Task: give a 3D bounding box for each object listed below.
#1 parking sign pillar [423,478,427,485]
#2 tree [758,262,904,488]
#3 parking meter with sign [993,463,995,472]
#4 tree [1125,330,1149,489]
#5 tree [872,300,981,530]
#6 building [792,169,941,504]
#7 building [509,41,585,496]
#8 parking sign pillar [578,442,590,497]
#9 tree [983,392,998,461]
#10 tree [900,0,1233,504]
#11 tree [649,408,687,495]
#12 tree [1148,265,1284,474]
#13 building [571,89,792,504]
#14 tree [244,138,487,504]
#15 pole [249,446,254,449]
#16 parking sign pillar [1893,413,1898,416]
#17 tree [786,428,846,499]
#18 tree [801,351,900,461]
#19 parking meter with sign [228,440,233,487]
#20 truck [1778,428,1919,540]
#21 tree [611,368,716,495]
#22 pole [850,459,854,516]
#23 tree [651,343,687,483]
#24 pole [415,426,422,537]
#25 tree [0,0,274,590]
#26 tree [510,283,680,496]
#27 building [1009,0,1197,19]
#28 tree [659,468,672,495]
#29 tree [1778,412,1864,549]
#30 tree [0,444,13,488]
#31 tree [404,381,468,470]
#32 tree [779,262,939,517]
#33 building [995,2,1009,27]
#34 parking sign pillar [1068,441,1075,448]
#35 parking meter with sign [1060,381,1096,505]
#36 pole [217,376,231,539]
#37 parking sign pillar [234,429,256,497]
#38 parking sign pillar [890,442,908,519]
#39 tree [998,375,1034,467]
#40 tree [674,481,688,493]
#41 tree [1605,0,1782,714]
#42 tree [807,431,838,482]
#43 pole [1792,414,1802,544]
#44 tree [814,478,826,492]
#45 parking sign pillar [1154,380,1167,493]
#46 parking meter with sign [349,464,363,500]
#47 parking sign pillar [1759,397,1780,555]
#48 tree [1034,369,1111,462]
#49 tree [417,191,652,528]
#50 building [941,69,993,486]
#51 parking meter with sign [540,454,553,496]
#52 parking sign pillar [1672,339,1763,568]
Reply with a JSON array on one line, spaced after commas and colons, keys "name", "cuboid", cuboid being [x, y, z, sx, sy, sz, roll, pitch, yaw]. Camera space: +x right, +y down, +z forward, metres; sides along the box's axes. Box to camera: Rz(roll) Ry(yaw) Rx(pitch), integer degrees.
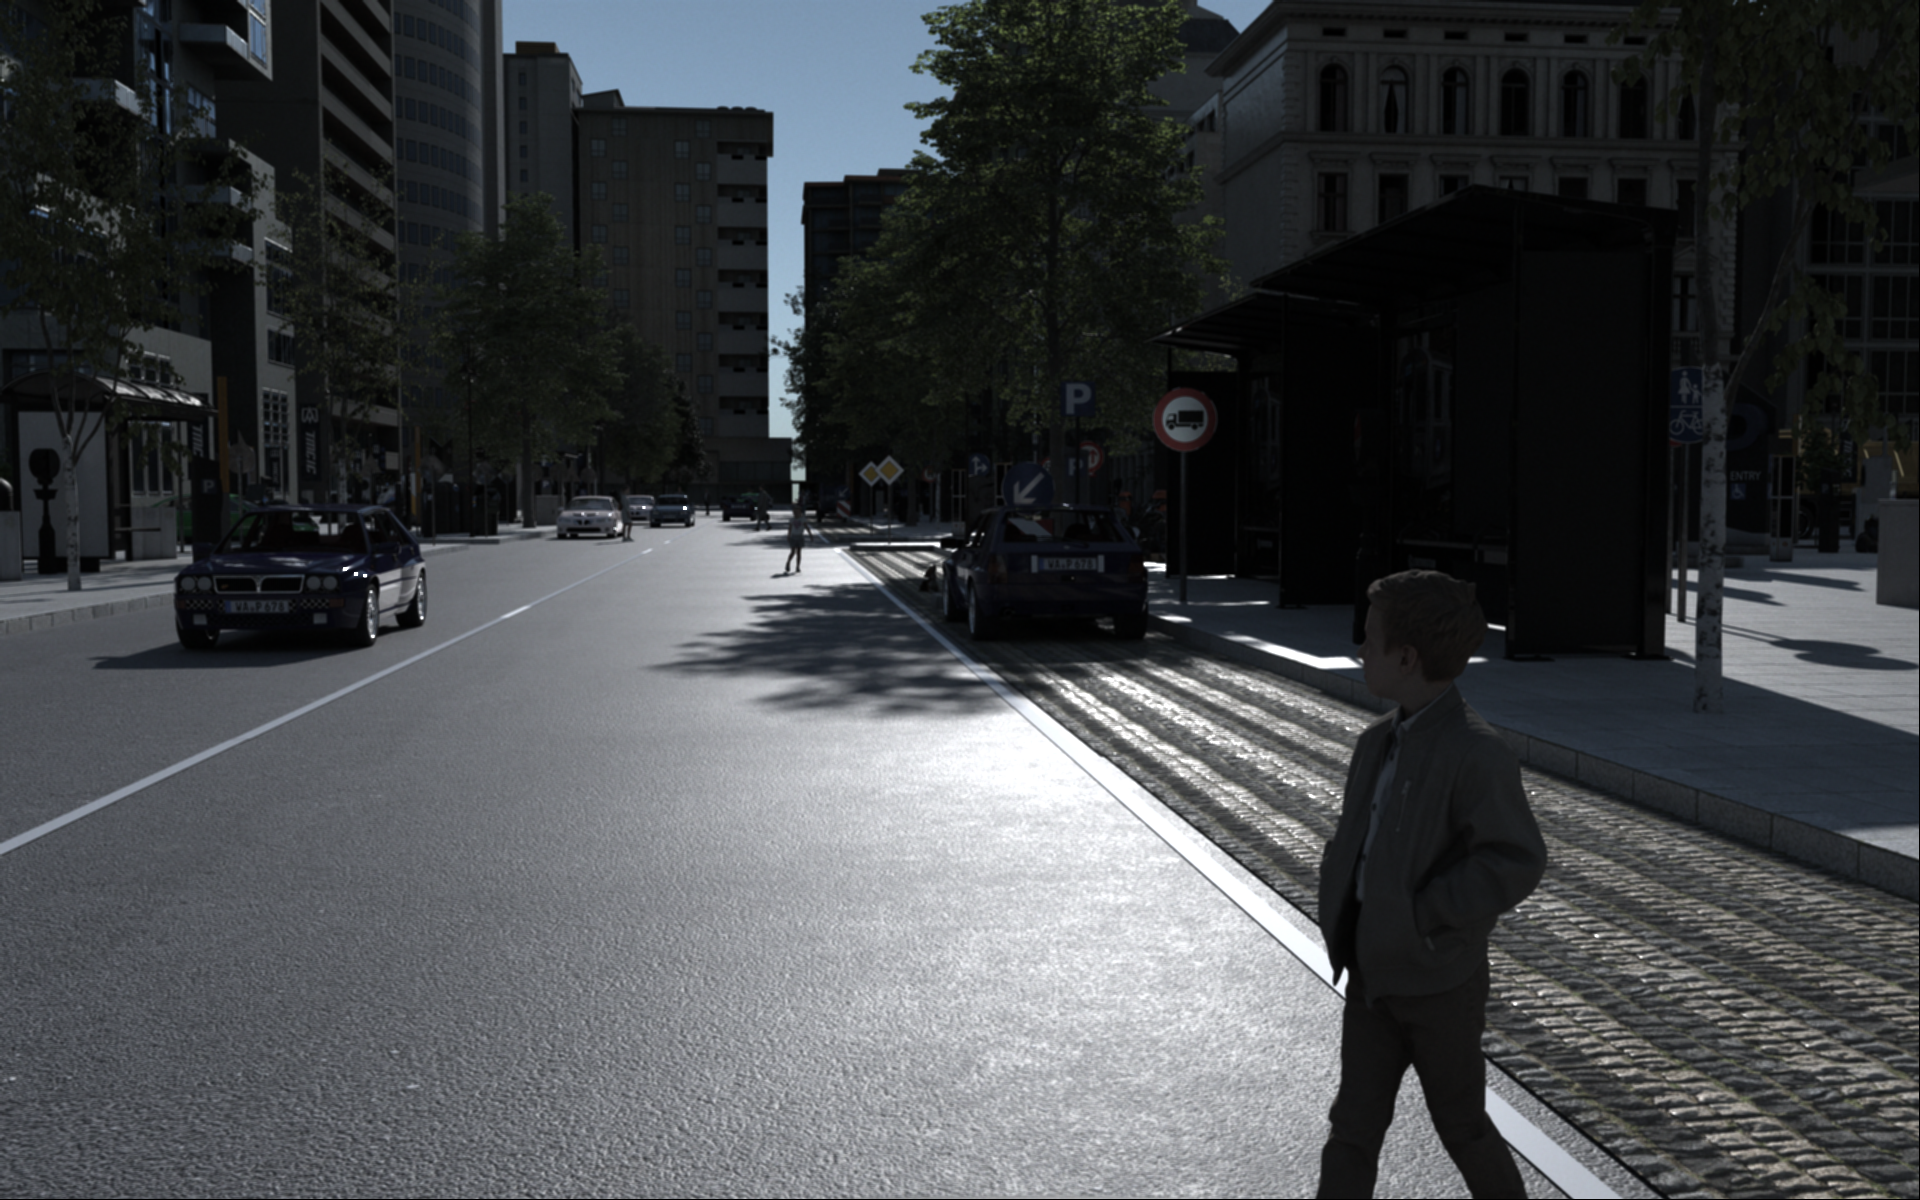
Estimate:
[{"name": "parking sign pillar", "cuboid": [-38.018, -8.233, 123.081, 1.447, 3.967, 1.447, 0, 4, 4]}, {"name": "tree", "cuboid": [-9.957, -17.500, 142.008, 12.611, 20.169, 13.585, 0, 3, 0]}, {"name": "parking meter with sign", "cuboid": [2.736, -6.100, 95.988, 1.738, 3.016, 0.543, -1, 4, -17]}, {"name": "tree", "cuboid": [8.633, -7.536, 73.568, 4.360, 8.622, 3.978, 0, 3, 0]}, {"name": "tree", "cuboid": [-0.901, -6.842, 62.221, 4.737, 8.622, 4.395, 0, 3, 0]}, {"name": "building", "cuboid": [-8.573, -35.559, 236.009, 28.867, 44.769, 22.147, 0, 4, -6]}, {"name": "building", "cuboid": [-64.160, -41.985, 228.458, 28.212, 58.520, 21.231, 0, 4, -6]}, {"name": "parking sign pillar", "cuboid": [-18.123, -5.814, 83.536, 1.447, 3.967, 1.447, 0, 4, -7]}, {"name": "tree", "cuboid": [3.366, -10.306, 118.862, 4.360, 8.622, 3.978, 0, 3, 0]}, {"name": "tree", "cuboid": [1.731, -7.168, 35.329, 7.486, 12.596, 7.792, 0, 3, 0]}, {"name": "tree", "cuboid": [-25.127, -12.014, 146.791, 4.737, 8.622, 4.395, 0, 3, 0]}, {"name": "tree", "cuboid": [8.927, -6.473, 56.204, 4.360, 8.622, 3.978, 0, 3, 0]}, {"name": "building", "cuboid": [-36.843, -39.500, 235.065, 27.495, 52.752, 28.713, 0, 4, -6]}, {"name": "tree", "cuboid": [-13.032, -5.302, 37.057, 4.360, 8.622, 3.978, 0, 3, 0]}, {"name": "pole", "cuboid": [-30.300, -4.912, 74.152, 0.158, 3.312, 0.155, 0, 3, 0]}, {"name": "parking sign pillar", "cuboid": [31.500, -4.273, 58.328, 1.447, 3.967, 1.447, 1, 4, 20]}, {"name": "tree", "cuboid": [-15.900, -15.879, 194.027, 8.767, 10.594, 7.601, 1, 4, 22]}, {"name": "tree", "cuboid": [-6.572, -11.594, 115.311, 9.928, 11.665, 9.643, 0, 3, 0]}, {"name": "parking meter with sign", "cuboid": [-24.382, -3.642, 55.800, 1.738, 3.016, 0.543, -3, 5, -44]}, {"name": "truck", "cuboid": [26.275, -3.416, 51.773, 9.791, 3.379, 3.469, 0, 4, -8]}, {"name": "tree", "cuboid": [-26.715, -14.612, 155.921, 9.611, 12.733, 9.660, 0, 3, 0]}, {"name": "pole", "cuboid": [-6.345, -6.615, 101.994, 0.158, 3.312, 0.155, 0, 3, 0]}, {"name": "tree", "cuboid": [-22.424, -12.053, 115.198, 7.486, 12.596, 7.792, 0, 3, 0]}, {"name": "pole", "cuboid": [-16.236, -3.552, 51.919, 0.158, 3.312, 0.155, 0, 3, 0]}, {"name": "tree", "cuboid": [-11.628, -4.431, 22.816, 4.737, 8.622, 4.395, 0, 3, 0]}, {"name": "tree", "cuboid": [-21.094, -11.696, 101.598, 12.009, 13.543, 11.850, 0, 3, 0]}, {"name": "building", "cuboid": [10.670, -27.912, 139.954, 14.154, 41.232, 14.086, 0, 4, -6]}, {"name": "tree", "cuboid": [-28.085, -13.221, 166.528, 4.360, 8.622, 3.978, 0, 3, 0]}, {"name": "tree", "cuboid": [20.282, -2.852, 41.230, 1.663, 3.219, 1.824, 0, 3, 0]}, {"name": "tree", "cuboid": [-31.683, -3.808, 56.856, 1.663, 3.219, 1.824, 0, 3, 0]}, {"name": "tree", "cuboid": [-34.365, -10.016, 114.120, 4.737, 8.622, 4.395, 0, 3, 0]}, {"name": "tree", "cuboid": [-5.143, -11.547, 95.445, 9.857, 13.997, 8.962, 0, 3, 0]}, {"name": "building", "cuboid": [16.135, -48.843, 236.829, 20.611, 71.187, 20.563, 0, 4, -6]}, {"name": "parking sign pillar", "cuboid": [5.702, -6.027, 87.012, 1.447, 3.967, 1.447, -2, 4, -28]}, {"name": "parking meter with sign", "cuboid": [1.866, -1.920, 27.645, 0.543, 3.016, 1.738, 0, 4, 3]}, {"name": "pole", "cuboid": [-12.793, -2.219, 30.117, 0.158, 3.312, 0.155, 0, 3, 0]}, {"name": "parking sign pillar", "cuboid": [-29.673, -5.107, 71.978, 1.447, 3.967, 1.447, 0, 4, -4]}, {"name": "parking sign pillar", "cuboid": [-2.873, -6.162, 89.225, 1.447, 3.967, 1.447, 0, 4, -2]}, {"name": "tree", "cuboid": [4.693, -9.350, 103.233, 4.360, 8.622, 3.978, 0, 3, 0]}, {"name": "tree", "cuboid": [-31.366, -12.233, 194.618, 1.663, 3.219, 1.824, 0, 3, 0]}, {"name": "tree", "cuboid": [4.581, -3.634, 9.773, 4.737, 8.622, 4.395, 0, 3, 0]}, {"name": "tree", "cuboid": [-13.475, -13.823, 176.373, 4.360, 8.622, 3.978, 0, 3, 0]}, {"name": "pole", "cuboid": [21.365, -3.085, 44.278, 0.158, 3.312, 0.155, 0, 3, 0]}, {"name": "tree", "cuboid": [-16.158, -12.675, 201.837, 1.663, 3.219, 1.824, 0, 3, 0]}, {"name": "parking sign pillar", "cuboid": [5.004, -3.253, 41.663, 1.447, 3.967, 1.447, 1, 4, 18]}, {"name": "parking meter with sign", "cuboid": [-34.943, -6.384, 100.634, 0.543, 3.016, 1.738, -3, 5, -42]}, {"name": "parking sign pillar", "cuboid": [16.723, -2.964, 36.935, 1.447, 3.967, 1.447, -2, 4, -34]}, {"name": "tree", "cuboid": [6.600, -8.875, 95.461, 4.360, 8.622, 3.978, 0, 3, 0]}, {"name": "tree", "cuboid": [-16.246, -8.972, 64.821, 7.486, 12.596, 7.792, 0, 3, 0]}, {"name": "building", "cuboid": [10.804, -31.884, 175.927, 22.147, 44.769, 28.867, 0, 4, -6]}, {"name": "parking meter with sign", "cuboid": [-17.944, -4.818, 75.039, 0.543, 3.016, 1.738, -1, 4, -10]}, {"name": "parking sign pillar", "cuboid": [13.101, -2.575, 30.571, 1.447, 3.967, 1.447, 3, 5, 40]}]
